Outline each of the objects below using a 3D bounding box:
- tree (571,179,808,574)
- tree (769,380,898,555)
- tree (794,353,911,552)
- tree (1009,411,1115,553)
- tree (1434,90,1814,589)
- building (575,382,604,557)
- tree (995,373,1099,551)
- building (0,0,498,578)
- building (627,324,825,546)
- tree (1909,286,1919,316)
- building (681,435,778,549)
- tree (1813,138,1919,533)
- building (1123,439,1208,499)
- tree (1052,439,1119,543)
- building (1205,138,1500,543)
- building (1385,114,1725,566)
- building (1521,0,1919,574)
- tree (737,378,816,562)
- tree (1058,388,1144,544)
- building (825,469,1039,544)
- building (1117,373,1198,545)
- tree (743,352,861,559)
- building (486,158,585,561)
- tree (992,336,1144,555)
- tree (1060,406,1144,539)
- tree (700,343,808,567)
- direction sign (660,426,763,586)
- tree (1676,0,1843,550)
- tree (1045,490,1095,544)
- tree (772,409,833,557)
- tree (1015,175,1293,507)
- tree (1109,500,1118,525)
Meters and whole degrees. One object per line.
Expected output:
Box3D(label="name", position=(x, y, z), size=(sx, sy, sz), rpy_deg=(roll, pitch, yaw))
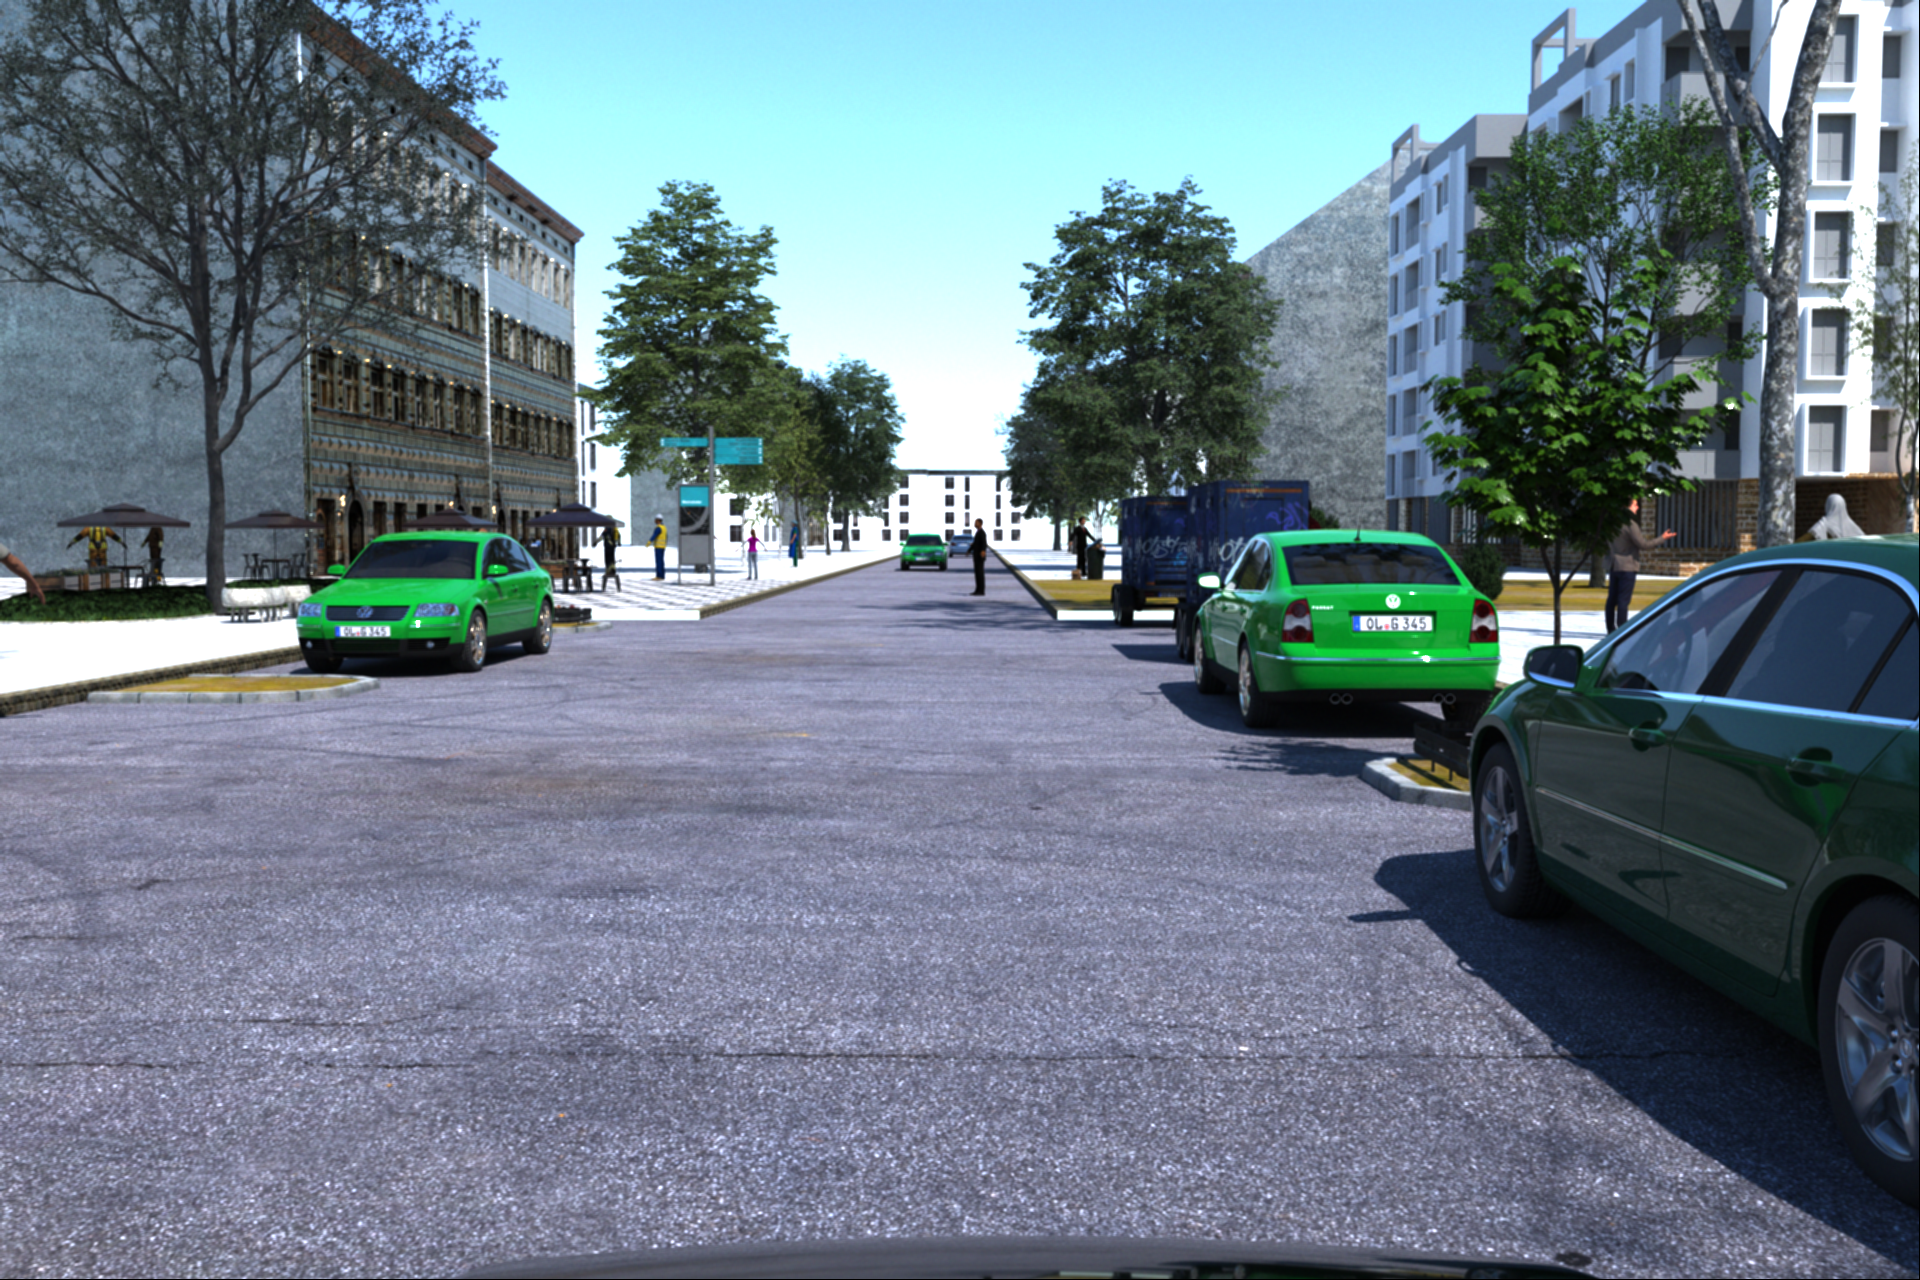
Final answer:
Box3D(label="tree", position=(-8.776, -8.459, 56.429), size=(7.486, 12.596, 7.792), rpy_deg=(0, 3, 0))
Box3D(label="tree", position=(-7.962, -10.390, 104.293), size=(8.767, 10.594, 7.601), rpy_deg=(-1, 4, -12))
Box3D(label="tree", position=(-8.144, -13.271, 123.638), size=(9.857, 13.997, 8.962), rpy_deg=(0, 3, 0))
Box3D(label="tree", position=(7.583, -11.331, 119.670), size=(8.767, 10.594, 7.601), rpy_deg=(0, 4, 2))
Box3D(label="tree", position=(15.321, -7.036, 40.787), size=(9.928, 11.665, 9.643), rpy_deg=(0, 3, 0))
Box3D(label="building", position=(-25.514, -9.803, 102.426), size=(9.099, 9.664, 28.070), rpy_deg=(0, 4, 1))
Box3D(label="tree", position=(7.321, -13.765, 131.711), size=(9.857, 13.997, 8.962), rpy_deg=(0, 3, 0))
Box3D(label="building", position=(-27.923, -13.939, 58.834), size=(19.493, 23.208, 18.063), rpy_deg=(0, 4, 1))
Box3D(label="building", position=(-24.817, -21.855, 188.263), size=(19.493, 23.208, 18.063), rpy_deg=(0, 4, 1))
Box3D(label="tree", position=(28.693, -8.065, 42.225), size=(12.009, 13.543, 11.850), rpy_deg=(0, 3, 0))
Box3D(label="building", position=(-21.201, -13.317, 159.873), size=(9.099, 9.664, 28.070), rpy_deg=(0, 3, 0))
Box3D(label="tree", position=(18.038, -5.067, 33.215), size=(4.360, 8.622, 3.978), rpy_deg=(0, 3, 0))
Box3D(label="building", position=(21.275, -13.751, 166.983), size=(9.099, 9.664, 28.070), rpy_deg=(0, 4, 0))
Box3D(label="tree", position=(7.300, -8.874, 95.454), size=(4.737, 8.622, 4.395), rpy_deg=(0, 3, 0))
Box3D(label="building", position=(25.553, -16.804, 105.667), size=(19.493, 23.208, 18.063), rpy_deg=(0, 4, 0))
Box3D(label="building", position=(25.509, -13.754, 81.299), size=(16.016, 20.090, 11.380), rpy_deg=(0, 4, 1))
Box3D(label="building", position=(26.403, -12.687, 63.856), size=(16.016, 20.090, 11.380), rpy_deg=(0, 4, 0))
Box3D(label="tree", position=(-8.546, -7.984, 80.896), size=(4.737, 8.622, 4.395), rpy_deg=(0, 3, 0))
Box3D(label="tree", position=(6.625, -7.982, 80.862), size=(4.737, 8.622, 4.395), rpy_deg=(0, 3, 0))
Box3D(label="building", position=(-3.935, -17.063, 223.587), size=(28.070, 9.664, 9.099), rpy_deg=(0, 4, 6))
Box3D(label="building", position=(27.702, -20.208, 196.856), size=(16.747, 18.905, 31.486), rpy_deg=(0, 4, 0))
Box3D(label="tree", position=(-8.462, -9.398, 88.067), size=(7.601, 10.594, 8.767), rpy_deg=(0, 4, 6))
Box3D(label="building", position=(-28.662, -15.130, 78.308), size=(19.493, 23.208, 18.063), rpy_deg=(0, 4, 0))
Box3D(label="tree", position=(7.017, -12.044, 107.291), size=(12.009, 13.543, 11.850), rpy_deg=(0, 3, 0))
Box3D(label="tree", position=(6.761, -8.387, 87.492), size=(4.360, 8.622, 3.978), rpy_deg=(0, 3, 0))
Box3D(label="tree", position=(-8.170, -7.090, 66.283), size=(4.737, 8.622, 4.395), rpy_deg=(0, 3, 0))
Box3D(label="direction sign", position=(-6.121, -3.340, 43.370), size=(2.525, 3.948, 1.411), rpy_deg=(0, 4, 1))
Box3D(label="tree", position=(9.416, -10.091, 20.871), size=(12.611, 20.169, 13.585), rpy_deg=(0, 3, 0))
Box3D(label="tree", position=(14.695, -18.885, 226.893), size=(7.486, 12.596, 7.792), rpy_deg=(0, 3, 0))
Box3D(label="tree", position=(-8.717, -8.952, 96.734), size=(4.737, 8.622, 4.395), rpy_deg=(0, 3, 0))
Box3D(label="tree", position=(6.744, -9.423, 60.724), size=(9.857, 13.997, 8.962), rpy_deg=(0, 3, 0))
Box3D(label="tree", position=(22.966, -18.754, 224.747), size=(7.486, 12.596, 7.792), rpy_deg=(0, 3, 0))
